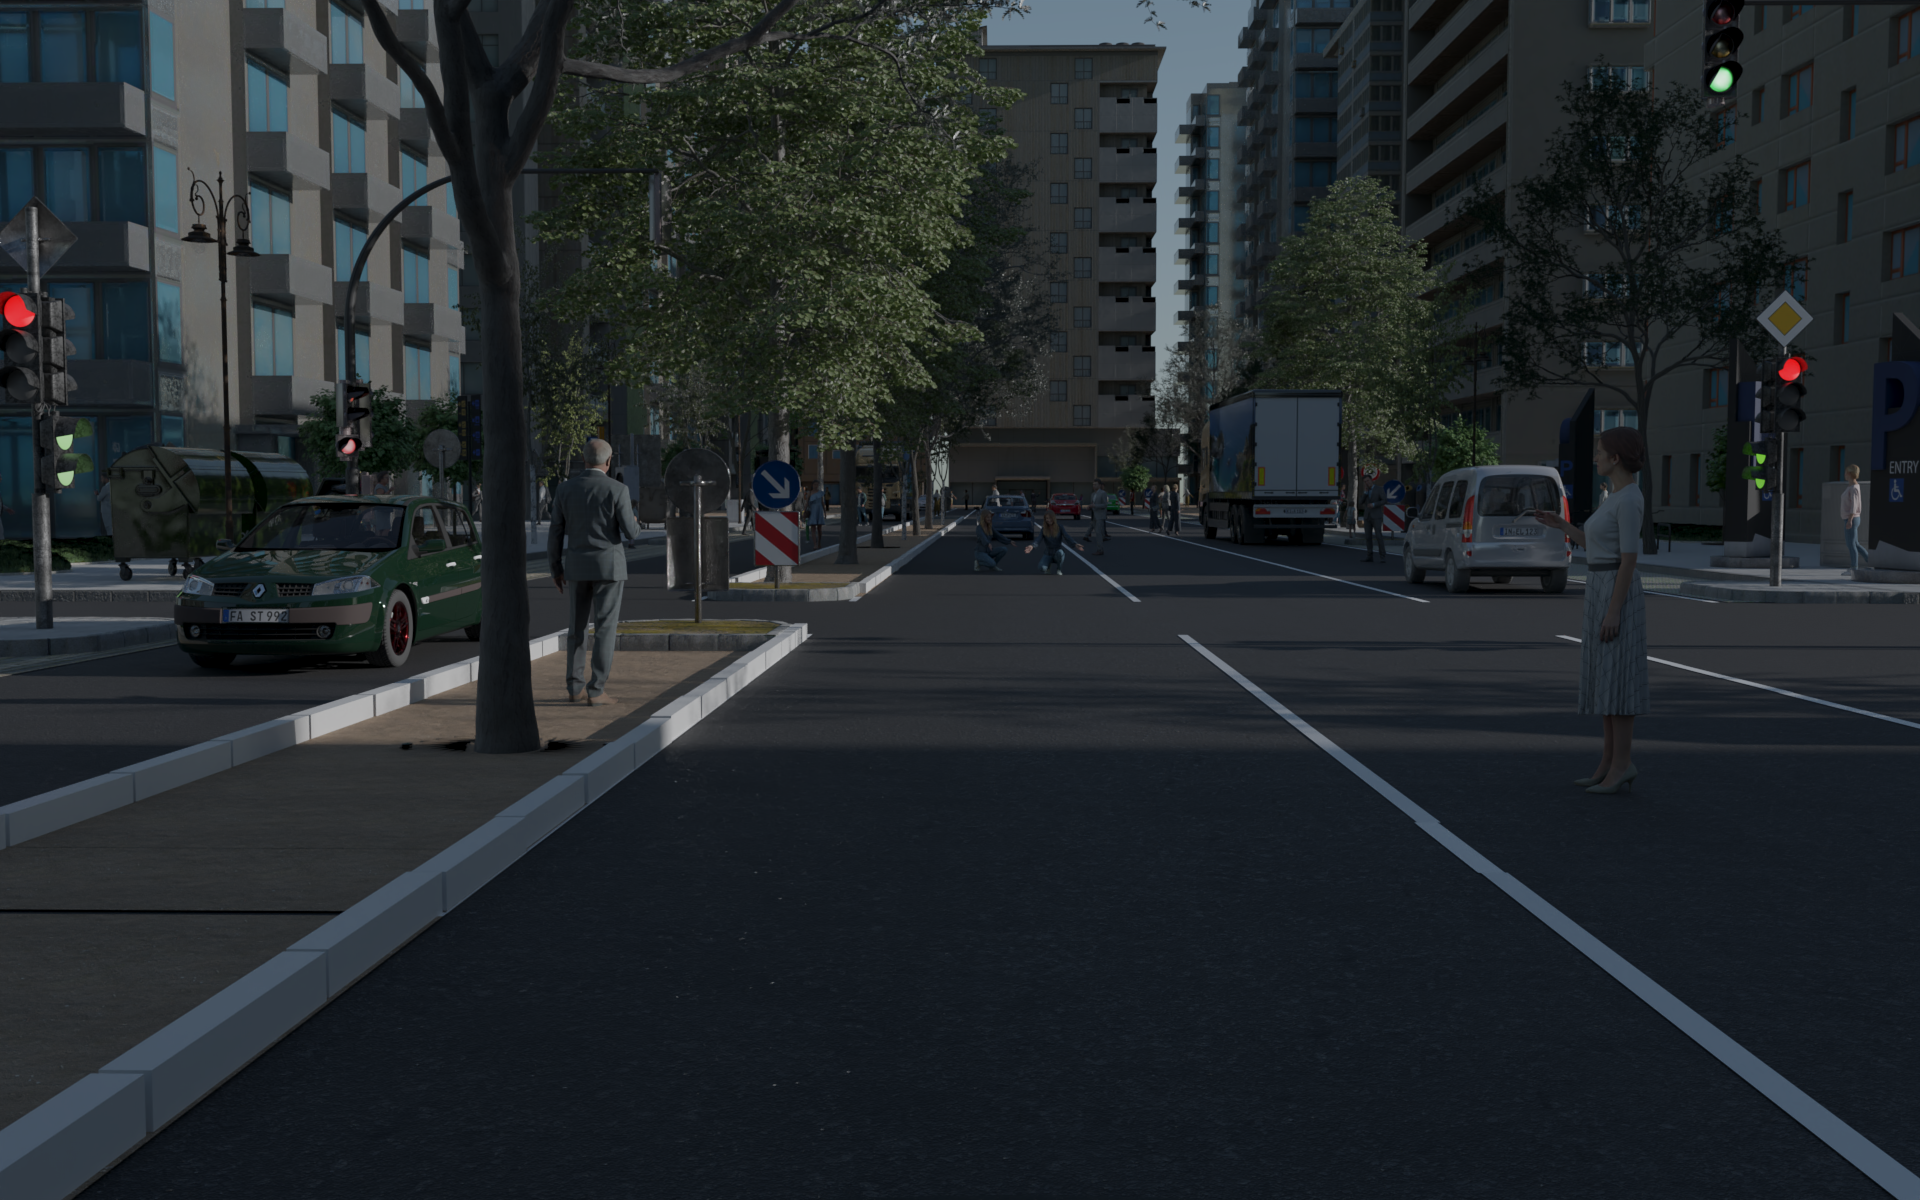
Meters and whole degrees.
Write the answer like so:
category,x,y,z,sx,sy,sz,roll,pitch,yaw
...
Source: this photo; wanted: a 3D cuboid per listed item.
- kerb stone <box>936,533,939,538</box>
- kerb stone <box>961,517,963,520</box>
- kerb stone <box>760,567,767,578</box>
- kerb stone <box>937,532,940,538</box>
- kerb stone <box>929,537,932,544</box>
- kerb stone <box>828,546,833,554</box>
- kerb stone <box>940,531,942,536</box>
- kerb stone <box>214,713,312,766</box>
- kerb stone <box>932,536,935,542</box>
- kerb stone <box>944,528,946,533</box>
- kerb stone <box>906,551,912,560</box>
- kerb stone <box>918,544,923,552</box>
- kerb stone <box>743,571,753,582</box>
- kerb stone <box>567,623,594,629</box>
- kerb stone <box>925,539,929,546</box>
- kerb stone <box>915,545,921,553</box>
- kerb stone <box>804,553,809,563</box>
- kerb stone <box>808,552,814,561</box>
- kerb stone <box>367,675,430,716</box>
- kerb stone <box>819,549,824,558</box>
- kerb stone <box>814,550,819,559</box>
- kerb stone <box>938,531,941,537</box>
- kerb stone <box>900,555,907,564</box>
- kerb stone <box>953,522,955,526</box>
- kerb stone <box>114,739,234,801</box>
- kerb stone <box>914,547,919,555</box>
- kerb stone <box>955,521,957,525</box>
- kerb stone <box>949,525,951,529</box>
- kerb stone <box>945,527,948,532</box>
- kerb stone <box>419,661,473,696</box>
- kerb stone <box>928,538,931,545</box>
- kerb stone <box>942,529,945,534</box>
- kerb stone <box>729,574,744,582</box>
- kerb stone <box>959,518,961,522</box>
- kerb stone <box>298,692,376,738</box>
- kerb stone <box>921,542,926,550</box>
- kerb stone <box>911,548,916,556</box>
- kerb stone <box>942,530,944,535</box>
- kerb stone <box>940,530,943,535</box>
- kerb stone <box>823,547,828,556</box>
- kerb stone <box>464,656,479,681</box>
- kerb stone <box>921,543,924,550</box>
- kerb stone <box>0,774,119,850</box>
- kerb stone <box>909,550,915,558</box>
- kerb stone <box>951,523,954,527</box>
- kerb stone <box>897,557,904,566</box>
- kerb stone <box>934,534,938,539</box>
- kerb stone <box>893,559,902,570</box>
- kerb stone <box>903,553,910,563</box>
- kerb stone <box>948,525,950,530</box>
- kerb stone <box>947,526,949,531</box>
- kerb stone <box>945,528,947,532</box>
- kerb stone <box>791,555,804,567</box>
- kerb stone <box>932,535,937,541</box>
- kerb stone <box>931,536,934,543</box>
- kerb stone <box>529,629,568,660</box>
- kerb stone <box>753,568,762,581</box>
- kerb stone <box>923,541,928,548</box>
category,x,y,z,sx,sy,sz,roll,pitch,yaw
kerb stone,-0.804,-1.885,53.085,0.120,0.150,1.000,0,4,1
kerb stone,-0.052,-4.022,87.954,0.120,0.150,1.000,0,4,1
kerb stone,-3.403,-0.449,29.530,0.120,0.150,1.000,0,4,1
kerb stone,-0.785,-1.952,54.114,0.120,0.150,1.000,0,4,1
kerb stone,-0.912,-1.576,47.971,0.120,0.150,1.000,0,4,1
kerb stone,-3.172,-1.140,40.843,0.120,0.150,1.000,0,4,1
kerb stone,-0.734,-2.077,56.162,0.120,0.150,1.000,0,4,1
kerb stone,-3.842,0.774,9.536,0.120,0.150,1.000,0,4,1
kerb stone,-0.866,-1.702,50.018,0.120,0.150,1.000,0,4,1
kerb stone,-0.645,-2.328,60.257,0.120,0.150,1.000,0,4,1
kerb stone,-1.152,-0.887,36.691,0.120,0.150,1.000,0,4,1
kerb stone,-1.042,-1.200,41.829,0.120,0.150,1.000,0,4,1
kerb stone,-3.448,-0.323,27.486,0.120,0.150,1.000,0,4,1
kerb stone,-3.687,0.337,16.714,0.120,0.150,1.000,0,4,1
kerb stone,-0.959,-1.451,45.927,0.120,0.150,1.000,0,4,1
kerb stone,-1.070,-1.137,40.793,0.120,0.150,1.000,0,4,1
kerb stone,-3.275,-0.822,35.693,0.120,0.150,1.000,0,4,1
kerb stone,-3.258,-0.889,36.730,0.120,0.150,1.000,0,4,1
kerb stone,-3.787,0.649,11.589,0.120,0.150,1.000,0,4,1
kerb stone,-3.211,-1.012,38.788,0.120,0.150,1.000,0,4,1
kerb stone,-3.236,-0.952,37.760,0.120,0.150,1.000,0,4,1
kerb stone,-0.757,-2.015,55.136,0.120,0.150,1.000,0,4,1
kerb stone,-1.195,-0.753,34.639,0.120,0.150,1.000,0,4,1
kerb stone,-0.381,-3.081,72.565,0.120,0.150,1.000,0,4,1
kerb stone,-3.862,0.840,8.509,0.120,0.150,1.000,0,4,1
kerb stone,-1.090,-1.072,39.771,0.120,0.150,1.000,0,4,1
kerb stone,-0.324,-3.268,75.643,0.120,0.150,1.000,0,4,1
kerb stone,-0.514,-2.699,66.418,0.120,0.150,1.000,0,4,1
kerb stone,-0.607,-2.451,62.316,0.120,0.150,1.000,0,4,1
kerb stone,-3.779,0.586,12.611,0.120,0.150,1.000,0,4,1
kerb stone,-0.936,-1.514,46.949,0.120,0.150,1.000,0,4,1
kerb stone,-0.673,-2.265,59.235,0.120,0.150,1.000,0,4,1
kerb stone,-3.470,-0.261,26.464,0.120,0.150,1.000,0,4,1
kerb stone,-0.145,-3.771,83.849,0.120,0.150,1.000,0,4,1
kerb stone,-3.819,0.712,10.562,0.120,0.150,1.000,0,4,1
kerb stone,-1.005,-1.324,43.877,0.120,0.150,1.000,0,4,1
kerb stone,-1.114,-1.012,38.739,0.120,0.150,1.000,0,4,1
kerb stone,-0.700,-2.196,58.213,0.120,0.150,1.000,0,4,1
kerb stone,-0.710,-2.140,57.191,0.120,0.150,1.000,0,4,1
kerb stone,-3.191,-1.074,39.815,0.120,0.150,1.000,0,4,1
kerb stone,-3.753,0.524,13.636,0.120,0.150,1.000,0,4,1
kerb stone,-1.023,-1.263,42.851,0.120,0.150,1.000,0,4,1
kerb stone,-3.883,0.906,7.488,0.120,0.150,1.000,0,4,1
kerb stone,-1.127,-0.942,37.717,0.120,0.150,1.000,0,4,1
kerb stone,-0.428,-2.956,70.518,0.120,0.150,1.000,0,4,1
kerb stone,-1.227,-0.698,33.608,0.120,0.150,1.000,0,4,1
kerb stone,-0.819,-1.824,52.063,0.120,0.150,1.000,0,4,1
kerb stone,-1.232,-0.635,32.579,0.120,0.150,1.000,0,4,1
kerb stone,-1.166,-0.823,35.669,0.120,0.150,1.000,0,4,1
kerb stone,-0.537,-2.640,65.388,0.120,0.150,1.000,0,4,1
kerb stone,-0.560,-2.575,64.364,0.120,0.150,1.000,0,4,1
kerb stone,-0.627,-2.391,61.281,0.120,0.150,1.000,0,4,1
kerb stone,-3.297,-0.763,34.671,0.120,0.150,1.000,0,4,1
kerb stone,-0.844,-1.764,51.040,0.120,0.150,1.000,0,4,1
kerb stone,-0.892,-1.639,48.996,0.120,0.150,1.000,0,4,1
kerb stone,-3.707,0.404,15.692,0.120,0.150,1.000,0,4,1
kerb stone,-3.430,-0.386,28.508,0.120,0.150,1.000,0,4,1
kerb stone,-0.974,-1.383,44.905,0.120,0.150,1.000,0,4,1
